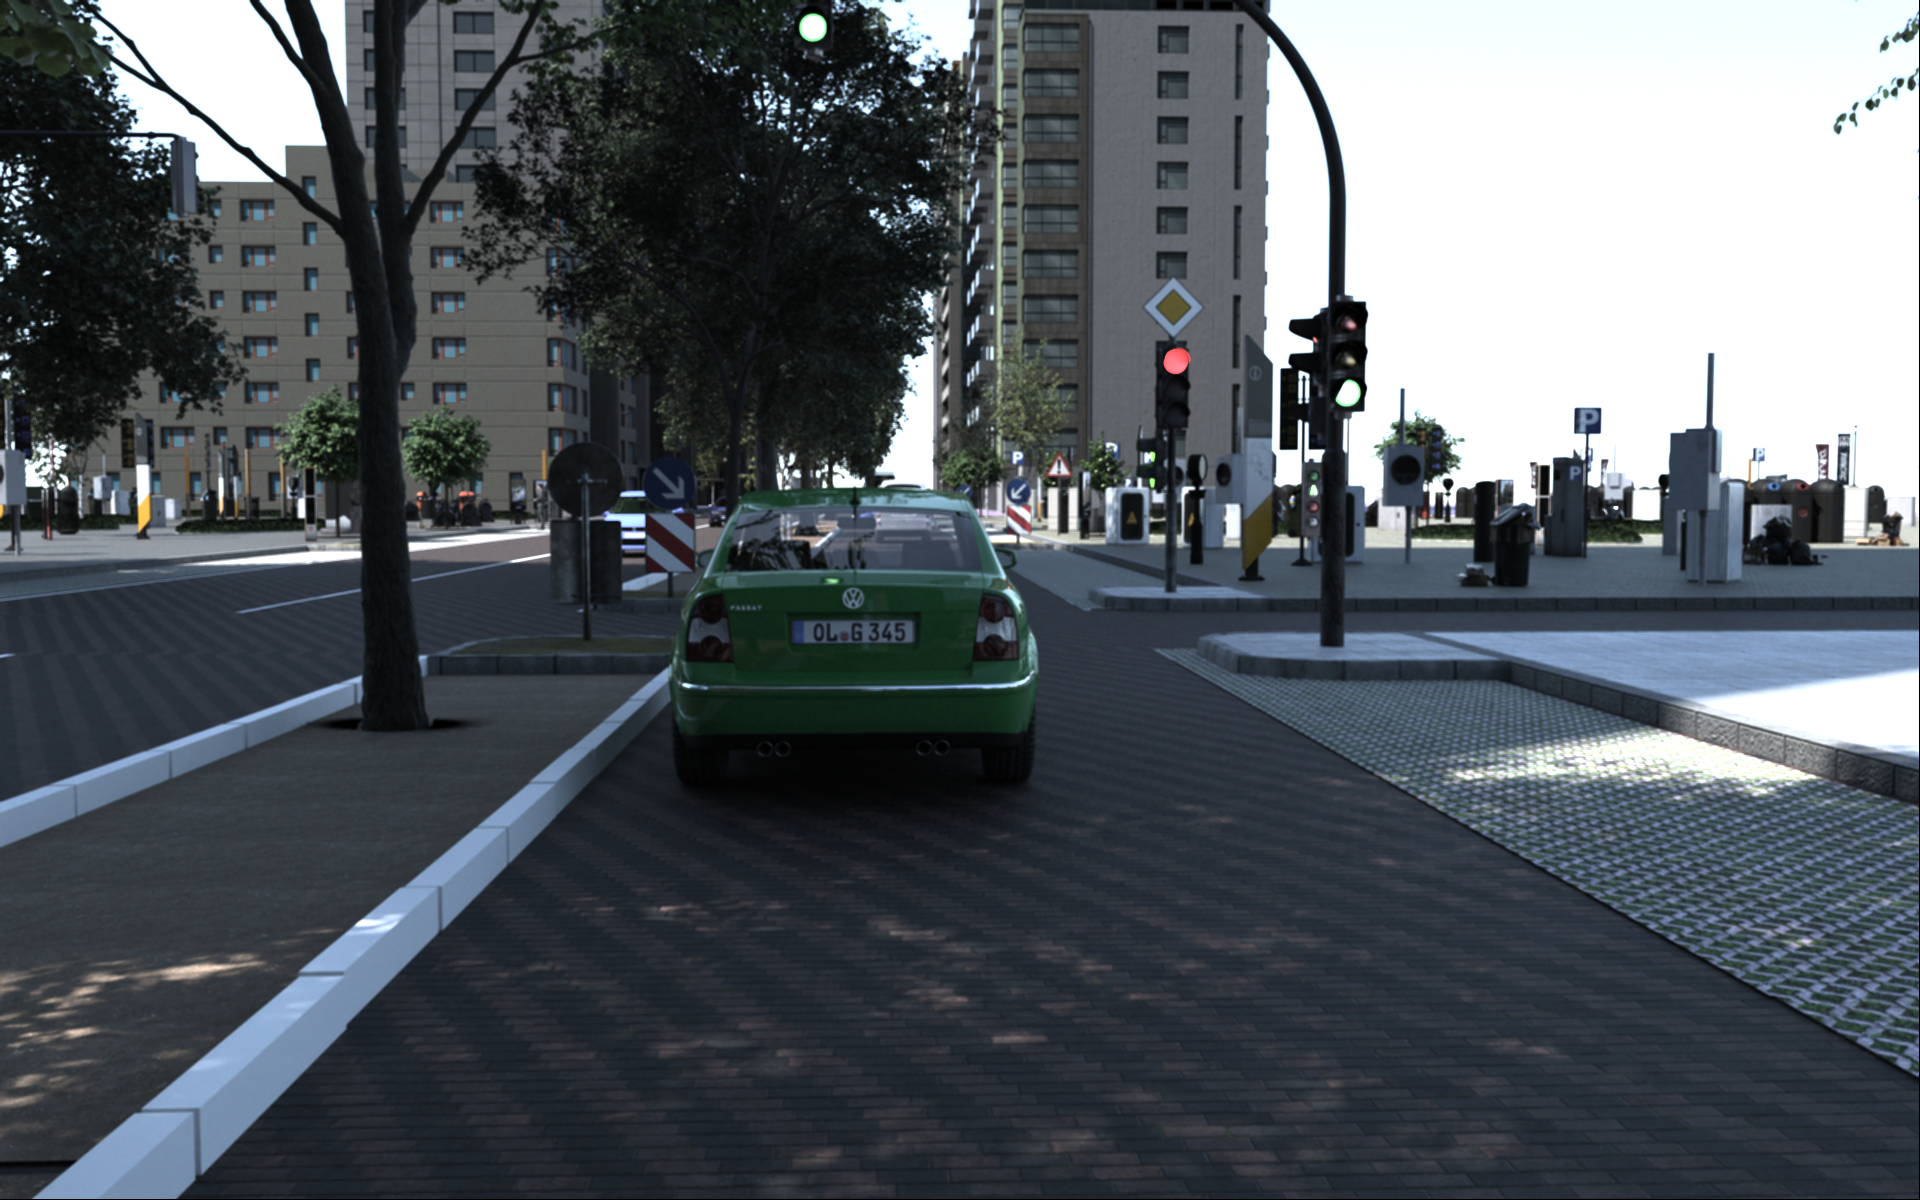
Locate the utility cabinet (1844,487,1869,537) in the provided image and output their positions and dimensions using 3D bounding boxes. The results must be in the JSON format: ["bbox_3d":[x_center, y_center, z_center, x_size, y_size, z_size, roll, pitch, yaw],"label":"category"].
[{"bbox_3d":[26.123,-2.596,51.121,1.173,1.500,0.318,3,5,43],"label":"utility cabinet"}]

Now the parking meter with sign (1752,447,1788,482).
[{"bbox_3d":[30.065,-4.132,63.812,0.543,3.016,1.738,-1,4,-22],"label":"parking meter with sign"}]

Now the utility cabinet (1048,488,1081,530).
[{"bbox_3d":[3.663,-3.177,60.624,1.173,1.500,0.318,2,4,31],"label":"utility cabinet"}]

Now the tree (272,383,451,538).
[{"bbox_3d":[-18.201,-4.098,50.716,4.285,4.588,4.351,0,3,0],"label":"tree"}]

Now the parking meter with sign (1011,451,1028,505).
[{"bbox_3d":[2.426,-4.479,69.487,0.543,3.016,1.738,0,4,-6],"label":"parking meter with sign"}]

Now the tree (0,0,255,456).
[{"bbox_3d":[-16.936,-6.845,28.932,9.611,12.733,9.660,0,3,0],"label":"tree"}]

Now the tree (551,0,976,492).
[{"bbox_3d":[-4.033,-7.781,36.325,9.857,13.997,8.962,0,3,0],"label":"tree"}]

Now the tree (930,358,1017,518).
[{"bbox_3d":[1.200,-8.725,93.012,4.360,8.622,3.978,0,3,0],"label":"tree"}]

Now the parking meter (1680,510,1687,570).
[{"bbox_3d":[12.367,-1.272,29.210,0.372,1.533,0.369,0,3,0],"label":"parking meter"}]

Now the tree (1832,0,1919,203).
[{"bbox_3d":[6.475,-3.663,10.250,4.360,8.622,3.978,0,3,0],"label":"tree"}]

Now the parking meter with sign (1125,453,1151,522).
[{"bbox_3d":[6.720,-4.326,66.993,1.738,3.016,0.543,-3,4,-38],"label":"parking meter with sign"}]

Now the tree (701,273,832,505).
[{"bbox_3d":[-4.977,-5.954,50.168,4.737,8.622,4.395,0,3,0],"label":"tree"}]

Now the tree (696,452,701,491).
[{"bbox_3d":[-24.754,-13.596,172.656,4.737,8.622,4.395,0,3,0],"label":"tree"}]

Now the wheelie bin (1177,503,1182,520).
[{"bbox_3d":[9.800,-4.255,77.476,0.980,1.594,0.693,-1,4,-18],"label":"wheelie bin"}]

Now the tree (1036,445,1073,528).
[{"bbox_3d":[3.557,-4.388,66.353,1.663,3.219,1.824,0,3,0],"label":"tree"}]

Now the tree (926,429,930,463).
[{"bbox_3d":[-1.613,-14.147,181.668,4.360,8.622,3.978,0,3,0],"label":"tree"}]

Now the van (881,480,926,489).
[{"bbox_3d":[-1.703,-2.726,51.575,2.013,2.044,4.112,0,4,-2],"label":"van"}]

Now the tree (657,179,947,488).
[{"bbox_3d":[-5.272,-8.544,59.158,9.611,12.733,9.660,0,3,0],"label":"tree"}]

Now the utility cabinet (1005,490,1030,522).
[{"bbox_3d":[2.534,-4.282,78.695,0.318,1.500,1.173,-3,5,-39],"label":"utility cabinet"}]

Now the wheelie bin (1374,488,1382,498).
[{"bbox_3d":[22.334,-5.112,91.488,0.693,1.594,0.980,-2,4,-28],"label":"wheelie bin"}]

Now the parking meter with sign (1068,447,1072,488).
[{"bbox_3d":[4.858,-4.106,63.390,1.738,3.016,0.543,1,4,9],"label":"parking meter with sign"}]

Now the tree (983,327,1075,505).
[{"bbox_3d":[2.983,-7.687,76.046,4.737,8.622,4.395,0,3,0],"label":"tree"}]

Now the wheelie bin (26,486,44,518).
[{"bbox_3d":[-36.581,-3.702,68.437,0.980,1.594,0.693,-2,4,-29],"label":"wheelie bin"}]

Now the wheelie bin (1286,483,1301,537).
[{"bbox_3d":[10.131,-2.661,51.420,0.693,1.594,0.980,2,4,31],"label":"wheelie bin"}]

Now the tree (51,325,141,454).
[{"bbox_3d":[-33.480,-7.067,65.903,4.360,8.622,3.978,0,3,0],"label":"tree"}]

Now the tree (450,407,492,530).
[{"bbox_3d":[-18.309,-4.764,61.606,4.285,4.588,4.351,0,3,0],"label":"tree"}]

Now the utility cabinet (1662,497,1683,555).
[{"bbox_3d":[15.262,-1.583,37.045,0.306,1.237,1.020,2,4,29],"label":"utility cabinet"}]

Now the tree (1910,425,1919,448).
[{"bbox_3d":[26.972,-3.789,45.666,4.285,4.588,4.351,0,3,0],"label":"tree"}]

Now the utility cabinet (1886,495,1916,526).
[{"bbox_3d":[37.592,-3.548,69.173,0.306,1.237,1.020,-2,4,-35],"label":"utility cabinet"}]

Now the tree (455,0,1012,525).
[{"bbox_3d":[-3.572,-5.460,26.138,8.767,10.594,7.601,0,4,-3],"label":"tree"}]

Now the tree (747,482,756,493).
[{"bbox_3d":[-26.094,-13.488,215.127,1.663,3.219,1.824,0,3,0],"label":"tree"}]

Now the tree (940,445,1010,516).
[{"bbox_3d":[1.143,-7.150,100.618,4.285,4.588,4.351,0,3,0],"label":"tree"}]

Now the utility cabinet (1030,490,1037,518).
[{"bbox_3d":[3.528,-5.100,92.061,1.173,1.500,0.318,3,4,37],"label":"utility cabinet"}]

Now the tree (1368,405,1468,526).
[{"bbox_3d":[16.614,-4.857,63.133,4.285,4.588,4.351,0,3,0],"label":"tree"}]

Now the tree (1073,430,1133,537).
[{"bbox_3d":[4.386,-3.526,52.257,1.663,3.219,1.824,0,3,0],"label":"tree"}]

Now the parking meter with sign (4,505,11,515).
[{"bbox_3d":[-51.585,-5.963,93.748,0.543,3.016,1.738,0,4,-1],"label":"parking meter with sign"}]

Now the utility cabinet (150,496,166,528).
[{"bbox_3d":[-30.794,-3.357,66.045,0.306,1.237,1.020,2,4,24],"label":"utility cabinet"}]

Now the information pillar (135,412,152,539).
[{"bbox_3d":[-23.269,-3.548,49.364,0.504,3.616,0.183,2,4,26],"label":"information pillar"}]

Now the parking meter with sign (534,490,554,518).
[{"bbox_3d":[-21.950,-5.902,92.751,1.738,3.016,0.543,1,4,12],"label":"parking meter with sign"}]

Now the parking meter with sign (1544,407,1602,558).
[{"bbox_3d":[12.512,-2.405,35.578,0.543,3.016,1.738,0,4,-4],"label":"parking meter with sign"}]

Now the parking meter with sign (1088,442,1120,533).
[{"bbox_3d":[4.705,-3.754,57.632,0.543,3.016,1.738,2,4,29],"label":"parking meter with sign"}]

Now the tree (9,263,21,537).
[{"bbox_3d":[-28.090,-6.200,51.735,4.737,8.622,4.395,0,3,0],"label":"tree"}]

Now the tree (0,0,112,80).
[{"bbox_3d":[-2.716,-4.952,1.545,7.486,12.596,7.792,0,3,0],"label":"tree"}]

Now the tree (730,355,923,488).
[{"bbox_3d":[-6.939,-10.348,82.010,12.009,13.543,11.850,0,3,0],"label":"tree"}]

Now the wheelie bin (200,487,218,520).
[{"bbox_3d":[-34.533,-4.390,79.692,0.693,1.594,0.980,-3,4,-37],"label":"wheelie bin"}]

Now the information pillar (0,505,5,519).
[{"bbox_3d":[-38.396,-4.770,69.348,0.183,3.616,0.504,-3,5,-44],"label":"information pillar"}]

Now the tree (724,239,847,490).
[{"bbox_3d":[-4.490,-5.576,43.979,4.360,8.622,3.978,0,3,0],"label":"tree"}]

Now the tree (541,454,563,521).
[{"bbox_3d":[-19.458,-5.468,83.997,1.663,3.219,1.824,0,3,0],"label":"tree"}]

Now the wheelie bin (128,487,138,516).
[{"bbox_3d":[-38.728,-4.508,81.608,0.980,1.594,0.693,2,4,25],"label":"wheelie bin"}]

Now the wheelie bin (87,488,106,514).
[{"bbox_3d":[-45.118,-5.050,90.471,0.693,1.594,0.980,2,4,32],"label":"wheelie bin"}]

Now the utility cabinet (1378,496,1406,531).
[{"bbox_3d":[15.153,-3.021,60.555,1.020,1.237,0.306,1,4,23],"label":"utility cabinet"}]

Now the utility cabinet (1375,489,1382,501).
[{"bbox_3d":[18.140,-3.939,73.085,1.173,1.500,0.318,3,5,39],"label":"utility cabinet"}]

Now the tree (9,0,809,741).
[{"bbox_3d":[-3.567,-5.023,10.333,9.928,11.665,9.643,0,3,0],"label":"tree"}]
